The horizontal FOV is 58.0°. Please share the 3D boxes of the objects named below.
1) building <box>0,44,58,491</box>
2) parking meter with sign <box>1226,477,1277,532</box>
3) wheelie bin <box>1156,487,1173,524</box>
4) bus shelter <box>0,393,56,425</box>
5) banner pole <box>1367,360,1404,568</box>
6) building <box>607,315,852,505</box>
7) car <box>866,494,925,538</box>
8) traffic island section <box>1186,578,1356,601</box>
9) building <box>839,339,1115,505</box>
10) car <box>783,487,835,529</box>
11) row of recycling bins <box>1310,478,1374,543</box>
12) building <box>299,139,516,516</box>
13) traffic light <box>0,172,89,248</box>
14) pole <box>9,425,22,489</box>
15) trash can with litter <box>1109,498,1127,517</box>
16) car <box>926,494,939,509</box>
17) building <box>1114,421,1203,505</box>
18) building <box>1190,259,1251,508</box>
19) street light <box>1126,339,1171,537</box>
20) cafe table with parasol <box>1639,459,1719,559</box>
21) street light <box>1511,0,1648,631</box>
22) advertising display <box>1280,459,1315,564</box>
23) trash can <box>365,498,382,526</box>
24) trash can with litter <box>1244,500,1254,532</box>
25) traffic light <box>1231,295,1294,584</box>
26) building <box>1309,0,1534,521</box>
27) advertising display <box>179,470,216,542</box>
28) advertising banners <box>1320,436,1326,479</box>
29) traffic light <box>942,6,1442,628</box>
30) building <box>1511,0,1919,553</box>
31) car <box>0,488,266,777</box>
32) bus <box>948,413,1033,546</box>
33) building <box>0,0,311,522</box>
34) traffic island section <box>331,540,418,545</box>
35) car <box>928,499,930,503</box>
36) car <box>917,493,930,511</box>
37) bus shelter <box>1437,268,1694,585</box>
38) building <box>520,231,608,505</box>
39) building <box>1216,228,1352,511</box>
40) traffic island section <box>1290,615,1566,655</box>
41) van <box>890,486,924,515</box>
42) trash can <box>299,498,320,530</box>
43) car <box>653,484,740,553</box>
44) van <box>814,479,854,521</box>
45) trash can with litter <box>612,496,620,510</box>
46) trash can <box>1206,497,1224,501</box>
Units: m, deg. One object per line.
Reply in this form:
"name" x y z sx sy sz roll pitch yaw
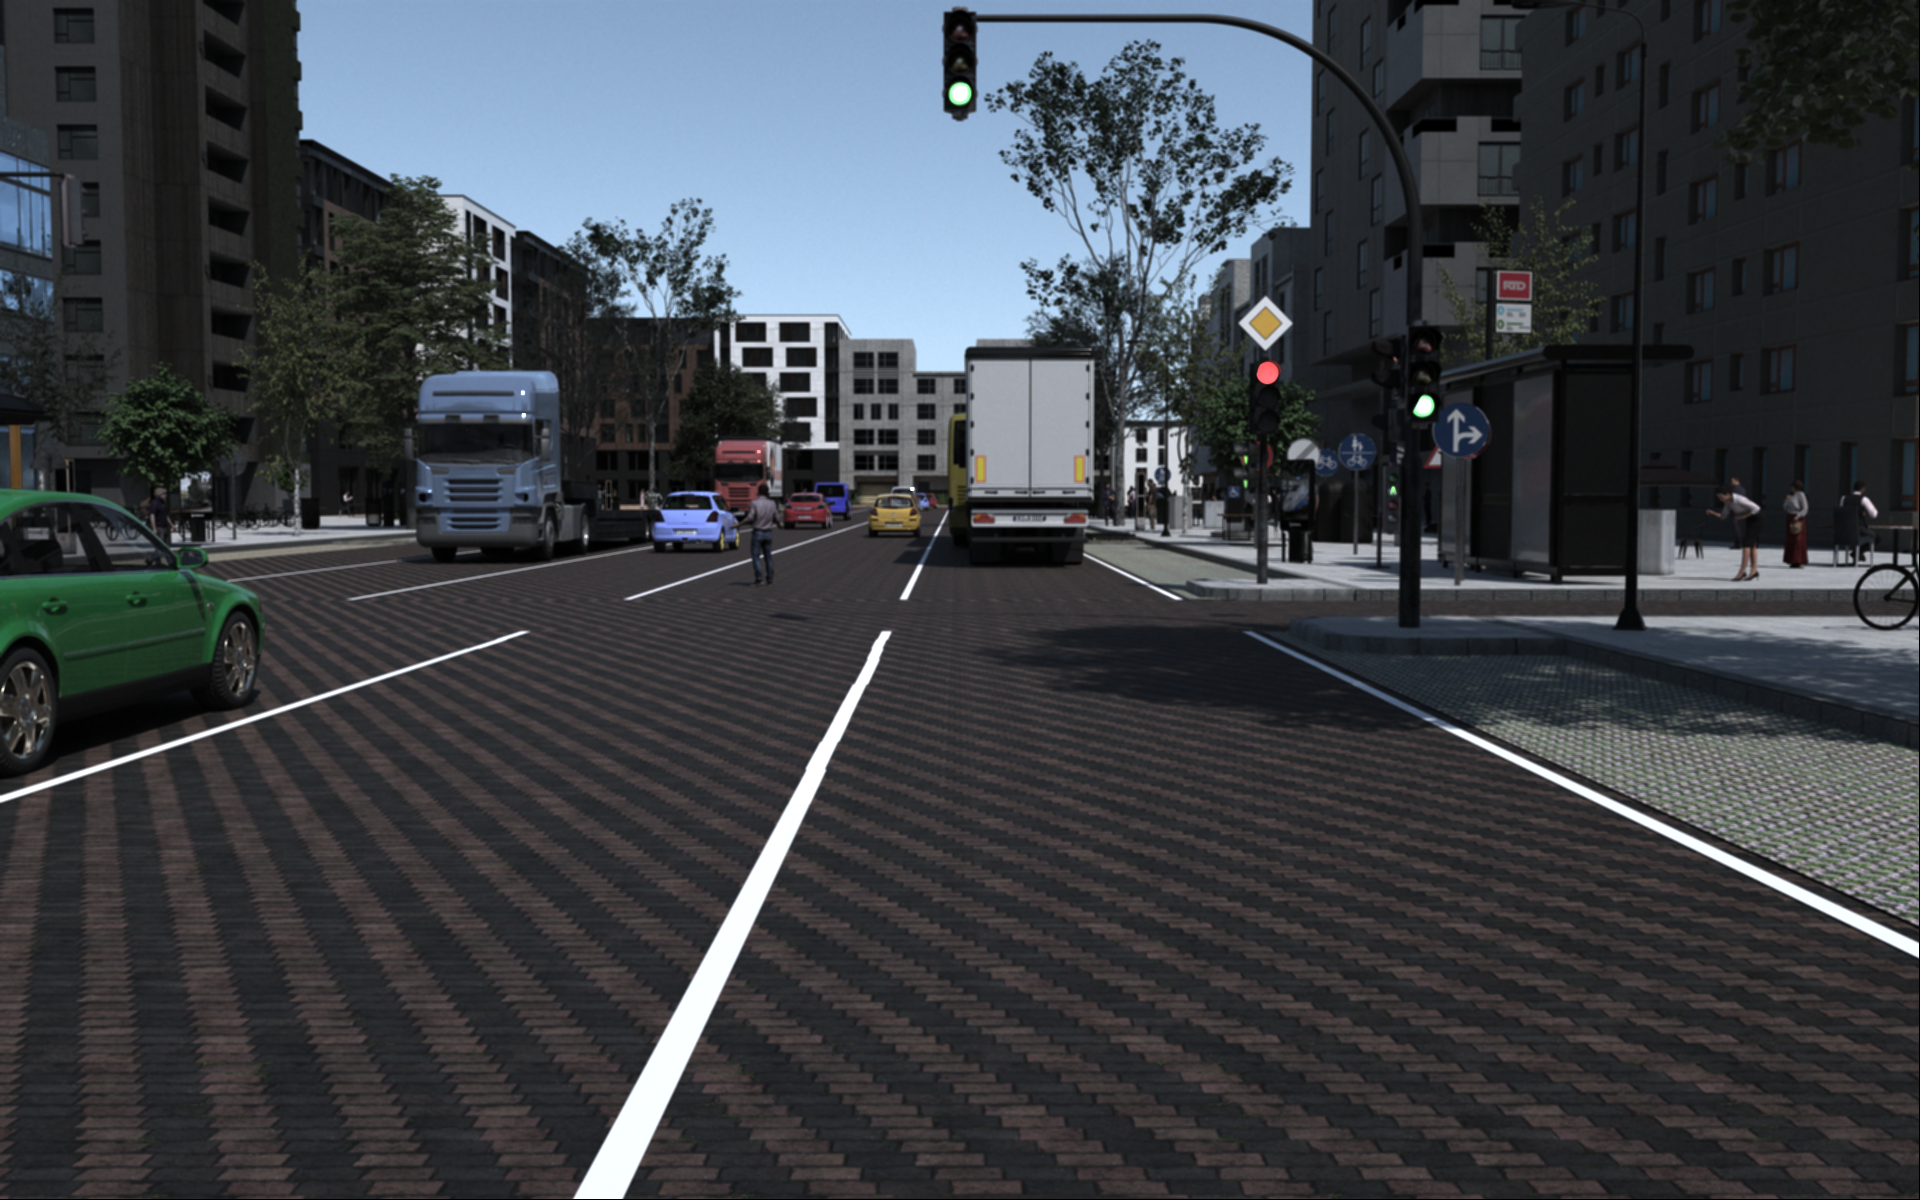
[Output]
"building" -45.100 -45.166 51.138 22.319 86.520 31.000 0 3 0
"parking meter with sign" 9.970 -3.848 59.177 1.738 3.016 0.543 1 4 15
"wheelie bin" 8.670 -4.023 73.685 0.693 1.594 0.980 2 4 34
"bus shelter" -19.342 -2.356 32.442 2.014 3.302 5.546 0 4 0
"banner pole" 7.470 -2.435 29.822 0.863 3.779 0.401 2 4 28
"building" -30.151 -22.461 211.213 32.646 21.610 27.936 0 3 0
"car" -2.182 -2.951 58.480 2.015 1.641 3.980 0 4 -1
"traffic island section" 4.336 -0.150 24.728 2.009 0.180 2.903 0 3 0
"building" 1.925 -20.774 206.111 31.486 18.905 16.747 0 3 0
"car" -6.300 -3.845 71.901 2.155 1.783 4.494 0 4 -1
"row of recycling bins" 9.946 -2.414 46.578 1.069 1.692 3.534 -1 4 -17
"building" -47.768 -16.663 116.415 27.936 21.610 32.646 0 3 0
"traffic light" -14.874 -3.054 24.597 4.771 5.953 1.251 0 3 0
"pole" -20.185 -2.642 37.039 0.158 3.312 0.155 0 3 0
"trash can with litter" 8.559 -5.065 94.205 1.055 1.170 0.624 -1 4 -9
"car" -3.150 -9.905 170.983 2.155 1.783 4.494 0 4 2
"building" 31.990 -15.919 202.422 28.070 9.664 9.099 0 3 0
"building" 28.044 -17.653 145.048 16.016 20.091 11.380 0 3 0
"street light" 5.680 -4.870 52.173 1.470 5.913 1.316 0 3 0
"cafe table with parasol" 13.721 -1.793 34.187 2.610 1.966 2.610 -2 4 -25
"street light" 5.819 -2.674 16.259 1.470 5.913 1.316 0 3 0
"advertising display" 6.294 -1.659 32.344 0.123 1.923 0.974 -1 4 -23
"trash can" -23.433 -3.522 69.235 0.748 1.137 0.748 0 3 0
"trash can with litter" 9.322 -2.711 55.715 1.055 1.170 0.624 -1 4 -18
"traffic light" 4.296 -2.183 24.614 0.839 4.253 0.868 0 3 0
"building" 33.396 -30.341 85.307 28.713 52.752 27.495 0 3 0
"advertising display" -20.304 -2.502 46.124 0.974 1.923 0.123 0 4 8
"advertising banners" 10.894 -3.477 53.038 0.090 3.025 2.074 0 4 -3
"traffic light" 2.219 -2.558 16.483 4.771 5.953 1.251 0 3 0
"building" 34.915 -12.565 50.481 28.899 21.520 27.650 0 3 0
"car" -5.650 -0.082 10.132 1.959 1.807 4.718 0 4 -1
"bus" 1.024 -3.640 51.061 2.896 3.916 12.252 0 4 1
"building" -41.131 -19.061 83.353 14.160 30.474 14.107 0 3 0
"traffic island section" -16.734 -1.648 49.805 1.991 0.108 1.994 0 3 0
"car" -3.628 -8.763 155.856 1.945 1.354 3.894 0 4 -2
"car" -3.576 -8.687 151.623 1.945 1.707 3.694 0 4 2
"bus shelter" 9.204 -3.115 28.561 2.179 5.291 8.768 0 4 0
"building" -49.743 -18.631 148.595 32.646 21.610 27.936 0 3 0
"building" 29.039 -15.728 123.604 16.747 18.905 31.486 0 3 0
"traffic island section" 4.351 0.339 16.743 2.009 0.180 2.903 0 3 0
"van" -3.068 -5.475 96.522 2.013 2.044 4.112 0 4 2
"trash can" -23.567 -3.128 62.799 0.748 1.137 0.748 0 3 0
"car" -6.585 -2.076 43.542 1.945 1.707 3.694 0 4 1
"van" -6.990 -5.551 95.149 2.240 2.365 5.245 0 4 -1
"trash can with litter" -19.197 -5.206 96.501 0.624 1.170 1.055 0 4 1
"trash can" 11.008 -3.860 74.763 0.748 1.137 0.748 0 3 0
